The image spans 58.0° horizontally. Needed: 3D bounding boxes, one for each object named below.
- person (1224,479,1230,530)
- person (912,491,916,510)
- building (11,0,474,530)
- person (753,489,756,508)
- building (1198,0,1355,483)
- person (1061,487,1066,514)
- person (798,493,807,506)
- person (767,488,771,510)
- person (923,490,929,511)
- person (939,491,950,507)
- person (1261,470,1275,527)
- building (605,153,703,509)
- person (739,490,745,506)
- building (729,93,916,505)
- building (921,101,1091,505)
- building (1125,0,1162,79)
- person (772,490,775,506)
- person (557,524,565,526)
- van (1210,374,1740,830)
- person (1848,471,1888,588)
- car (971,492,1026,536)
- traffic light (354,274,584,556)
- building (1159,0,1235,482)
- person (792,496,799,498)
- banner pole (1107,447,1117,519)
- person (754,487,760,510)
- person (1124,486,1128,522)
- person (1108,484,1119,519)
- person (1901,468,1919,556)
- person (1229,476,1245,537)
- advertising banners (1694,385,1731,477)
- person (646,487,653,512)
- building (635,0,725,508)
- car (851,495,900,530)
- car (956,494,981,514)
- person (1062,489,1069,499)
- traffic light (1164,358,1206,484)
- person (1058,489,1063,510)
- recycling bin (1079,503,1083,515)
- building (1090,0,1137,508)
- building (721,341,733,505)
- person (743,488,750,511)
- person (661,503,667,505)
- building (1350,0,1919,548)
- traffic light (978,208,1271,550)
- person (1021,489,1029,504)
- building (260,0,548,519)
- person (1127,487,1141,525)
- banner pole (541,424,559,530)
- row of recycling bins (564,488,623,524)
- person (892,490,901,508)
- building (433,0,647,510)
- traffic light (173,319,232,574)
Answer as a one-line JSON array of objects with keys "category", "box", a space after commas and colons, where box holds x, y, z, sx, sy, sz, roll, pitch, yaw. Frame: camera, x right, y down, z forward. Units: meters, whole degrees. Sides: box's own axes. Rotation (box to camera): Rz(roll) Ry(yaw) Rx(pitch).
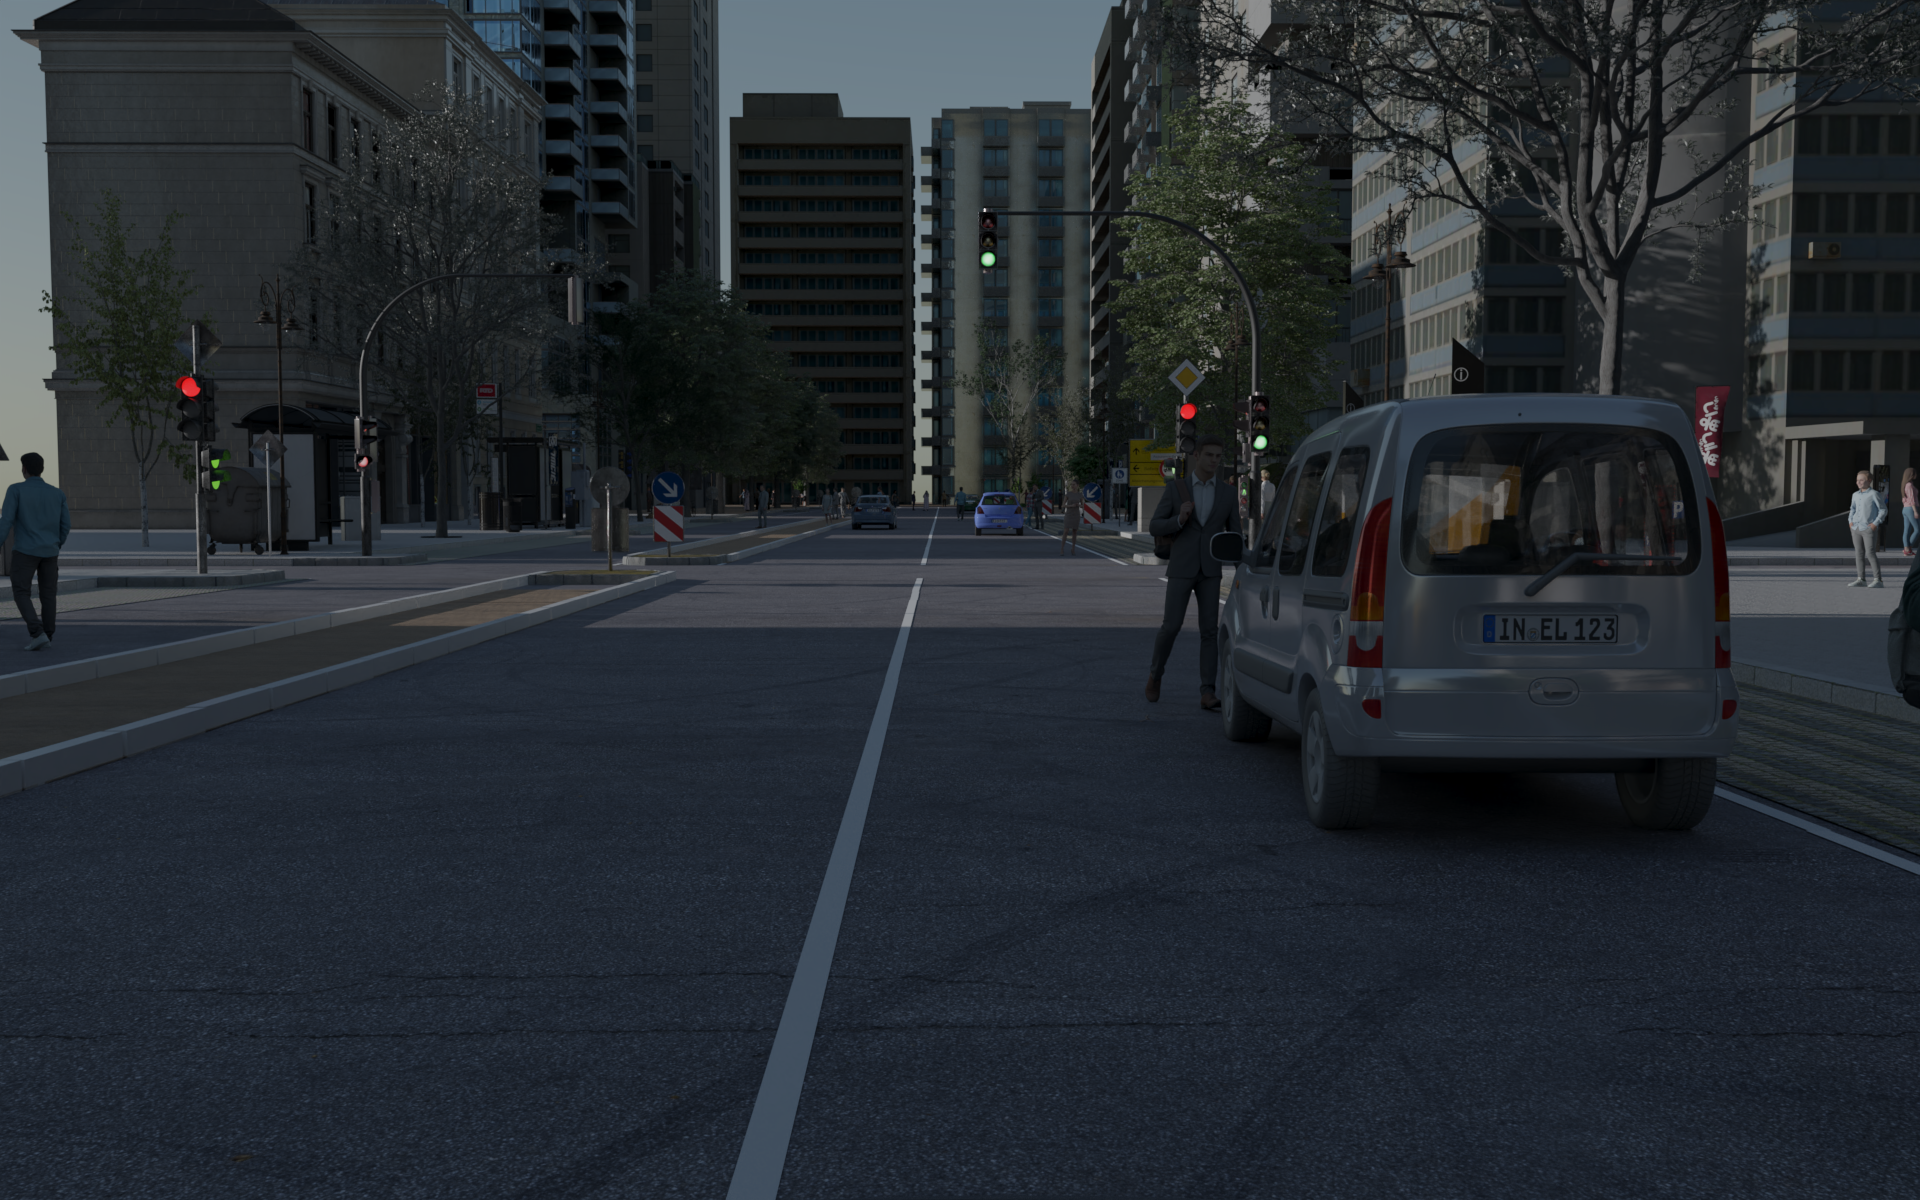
[{"category": "person", "box": [9.425, -3.365, 61.186, 0.853, 1.813, 0.709, 3, 4, 39]}, {"category": "person", "box": [-4.013, -8.655, 150.924, 0.530, 1.710, 0.541, 2, 4, 35]}, {"category": "building", "box": [-28.225, -12.992, 63.336, 10.553, 20.767, 40.483, 0, 4, -1]}, {"category": "person", "box": [-19.223, -9.474, 161.773, 0.721, 1.723, 1.217, -2, 4, -31]}, {"category": "building", "box": [28.738, -31.049, 96.894, 28.713, 52.752, 27.495, 0, 4, -1]}, {"category": "person", "box": [6.853, -6.445, 111.517, 0.767, 1.812, 0.694, -1, 4, -9]}, {"category": "person", "box": [-16.553, -10.572, 182.079, 0.799, 1.438, 0.628, -2, 4, -25]}, {"category": "person", "box": [-15.684, -8.232, 141.154, 0.721, 1.766, 1.217, 1, 4, 13]}, {"category": "person", "box": [-2.856, -8.423, 146.883, 0.551, 1.740, 0.621, -3, 4, -37]}, {"category": "person", "box": [-1.729, -11.111, 190.258, 1.348, 1.812, 0.705, 0, 4, -6]}, {"category": "person", "box": [6.547, -1.873, 36.899, 0.478, 1.798, 0.641, -1, 4, -21]}, {"category": "building", "box": [-30.261, -23.104, 149.445, 14.160, 30.474, 14.107, 0, 4, -1]}, {"category": "person", "box": [-22.992, -10.923, 184.619, 0.705, 1.826, 1.348, 2, 4, 35]}, {"category": "building", "box": [-16.370, -36.044, 213.027, 21.600, 48.544, 21.300, 0, 4, -1]}, {"category": "building", "box": [10.457, -36.355, 214.006, 30.456, 49.044, 23.786, 0, 4, -1]}, {"category": "building", "box": [25.293, -31.910, 141.329, 23.786, 49.044, 30.456, 0, 4, -1]}, {"category": "person", "box": [-19.590, -10.775, 183.011, 0.445, 1.727, 0.742, 2, 4, 28]}, {"category": "person", "box": [-16.133, -3.915, 70.150, 0.391, 1.810, 0.635, 2, 4, 34]}, {"category": "van", "box": [2.350, -0.107, 8.767, 2.013, 2.044, 4.112, 0, 4, 1]}, {"category": "person", "box": [12.482, -0.981, 23.897, 0.330, 1.601, 0.589, -1, 4, -13]}, {"category": "car", "box": [1.367, -3.126, 60.706, 1.945, 1.707, 3.694, 0, 4, 1]}, {"category": "traffic light", "box": [-10.196, -3.744, 35.875, 4.771, 5.953, 1.251, 0, 4, -1]}, {"category": "building", "box": [20.639, -26.648, 119.290, 14.154, 41.232, 14.086, 0, 4, -1]}, {"category": "person", "box": [-17.157, -10.779, 183.068, 1.217, 1.735, 0.721, 0, 4, -6]}, {"category": "banner pole", "box": [7.995, -6.161, 90.756, 0.863, 3.779, 0.401, -2, 4, -33]}, {"category": "person", "box": [-16.218, -8.080, 138.167, 0.705, 1.823, 1.348, -3, 4, -37]}, {"category": "person", "box": [7.895, -4.546, 80.619, 0.529, 1.795, 0.600, 0, 4, 7]}, {"category": "person", "box": [7.825, -5.006, 87.690, 0.655, 1.846, 0.447, -2, 4, -23]}, {"category": "person", "box": [19.691, -1.822, 35.845, 0.388, 1.821, 0.555, 0, 4, 1]}, {"category": "person", "box": [8.300, -2.812, 51.993, 0.580, 1.828, 0.573, 0, 4, -1]}, {"category": "advertising banners", "box": [11.461, -1.969, 28.379, 2.074, 3.025, 0.090, 2, 4, 32]}, {"category": "person", "box": [-22.189, -7.169, 123.808, 0.434, 1.755, 0.990, 0, 4, -1]}, {"category": "building", "box": [-34.619, -44.616, 167.716, 20.611, 71.187, 20.563, 0, 4, -1]}, {"category": "car", "box": [-3.491, -3.603, 70.912, 2.014, 1.417, 4.499, 0, 4, 0]}, {"category": "car", "box": [0.686, -6.960, 125.595, 2.131, 1.459, 4.920, 0, 4, -1]}, {"category": "person", "box": [8.055, -7.465, 128.821, 1.217, 1.743, 0.721, -3, 4, -39]}, {"category": "traffic light", "box": [4.673, -2.880, 36.007, 0.839, 4.253, 0.868, 0, 4, -1]}, {"category": "person", "box": [8.344, -8.266, 141.995, 0.742, 1.727, 0.445, 2, 4, 33]}, {"category": "recycling bin", "box": [7.470, -5.729, 106.229, 0.722, 1.027, 0.722, 2, 4, 29]}, {"category": "building", "box": [24.140, -33.248, 167.314, 21.300, 48.544, 21.600, 0, 4, -1]}, {"category": "building", "box": [-42.384, -22.664, 215.603, 28.899, 21.520, 27.650, 0, 4, -1]}, {"category": "person", "box": [-15.849, -7.448, 128.485, 0.551, 1.740, 0.621, 2, 4, 35]}, {"category": "person", "box": [-12.673, -4.029, 75.052, 0.731, 1.740, 0.598, -1, 4, -9]}, {"category": "building", "box": [26.675, -22.270, 55.998, 23.993, 40.220, 32.217, 0, 4, -1]}, {"category": "traffic light", "box": [2.664, -3.253, 27.860, 4.771, 5.953, 1.251, 0, 4, -1]}, {"category": "person", "box": [6.380, -9.723, 165.732, 1.217, 1.743, 0.721, 2, 4, 25]}, {"category": "building", "box": [-31.001, -18.802, 93.311, 13.634, 28.700, 20.117, 0, 4, -1]}, {"category": "person", "box": [7.173, -3.977, 70.865, 0.655, 1.846, 0.447, 0, 4, -3]}, {"category": "banner pole", "box": [-14.696, -4.409, 62.106, 0.863, 3.779, 0.401, 2, 4, 31]}, {"category": "row of recycling bins", "box": [-16.141, -4.184, 75.524, 1.069, 1.692, 3.534, 2, 4, 34]}, {"category": "person", "box": [-4.572, -7.003, 123.724, 0.721, 1.735, 1.217, 2, 4, 26]}, {"category": "building", "box": [-34.889, -49.684, 125.011, 22.319, 86.520, 31.000, 0, 4, -1]}, {"category": "traffic light", "box": [-12.206, -2.380, 27.834, 0.839, 4.253, 0.868, 0, 4, -1]}]
